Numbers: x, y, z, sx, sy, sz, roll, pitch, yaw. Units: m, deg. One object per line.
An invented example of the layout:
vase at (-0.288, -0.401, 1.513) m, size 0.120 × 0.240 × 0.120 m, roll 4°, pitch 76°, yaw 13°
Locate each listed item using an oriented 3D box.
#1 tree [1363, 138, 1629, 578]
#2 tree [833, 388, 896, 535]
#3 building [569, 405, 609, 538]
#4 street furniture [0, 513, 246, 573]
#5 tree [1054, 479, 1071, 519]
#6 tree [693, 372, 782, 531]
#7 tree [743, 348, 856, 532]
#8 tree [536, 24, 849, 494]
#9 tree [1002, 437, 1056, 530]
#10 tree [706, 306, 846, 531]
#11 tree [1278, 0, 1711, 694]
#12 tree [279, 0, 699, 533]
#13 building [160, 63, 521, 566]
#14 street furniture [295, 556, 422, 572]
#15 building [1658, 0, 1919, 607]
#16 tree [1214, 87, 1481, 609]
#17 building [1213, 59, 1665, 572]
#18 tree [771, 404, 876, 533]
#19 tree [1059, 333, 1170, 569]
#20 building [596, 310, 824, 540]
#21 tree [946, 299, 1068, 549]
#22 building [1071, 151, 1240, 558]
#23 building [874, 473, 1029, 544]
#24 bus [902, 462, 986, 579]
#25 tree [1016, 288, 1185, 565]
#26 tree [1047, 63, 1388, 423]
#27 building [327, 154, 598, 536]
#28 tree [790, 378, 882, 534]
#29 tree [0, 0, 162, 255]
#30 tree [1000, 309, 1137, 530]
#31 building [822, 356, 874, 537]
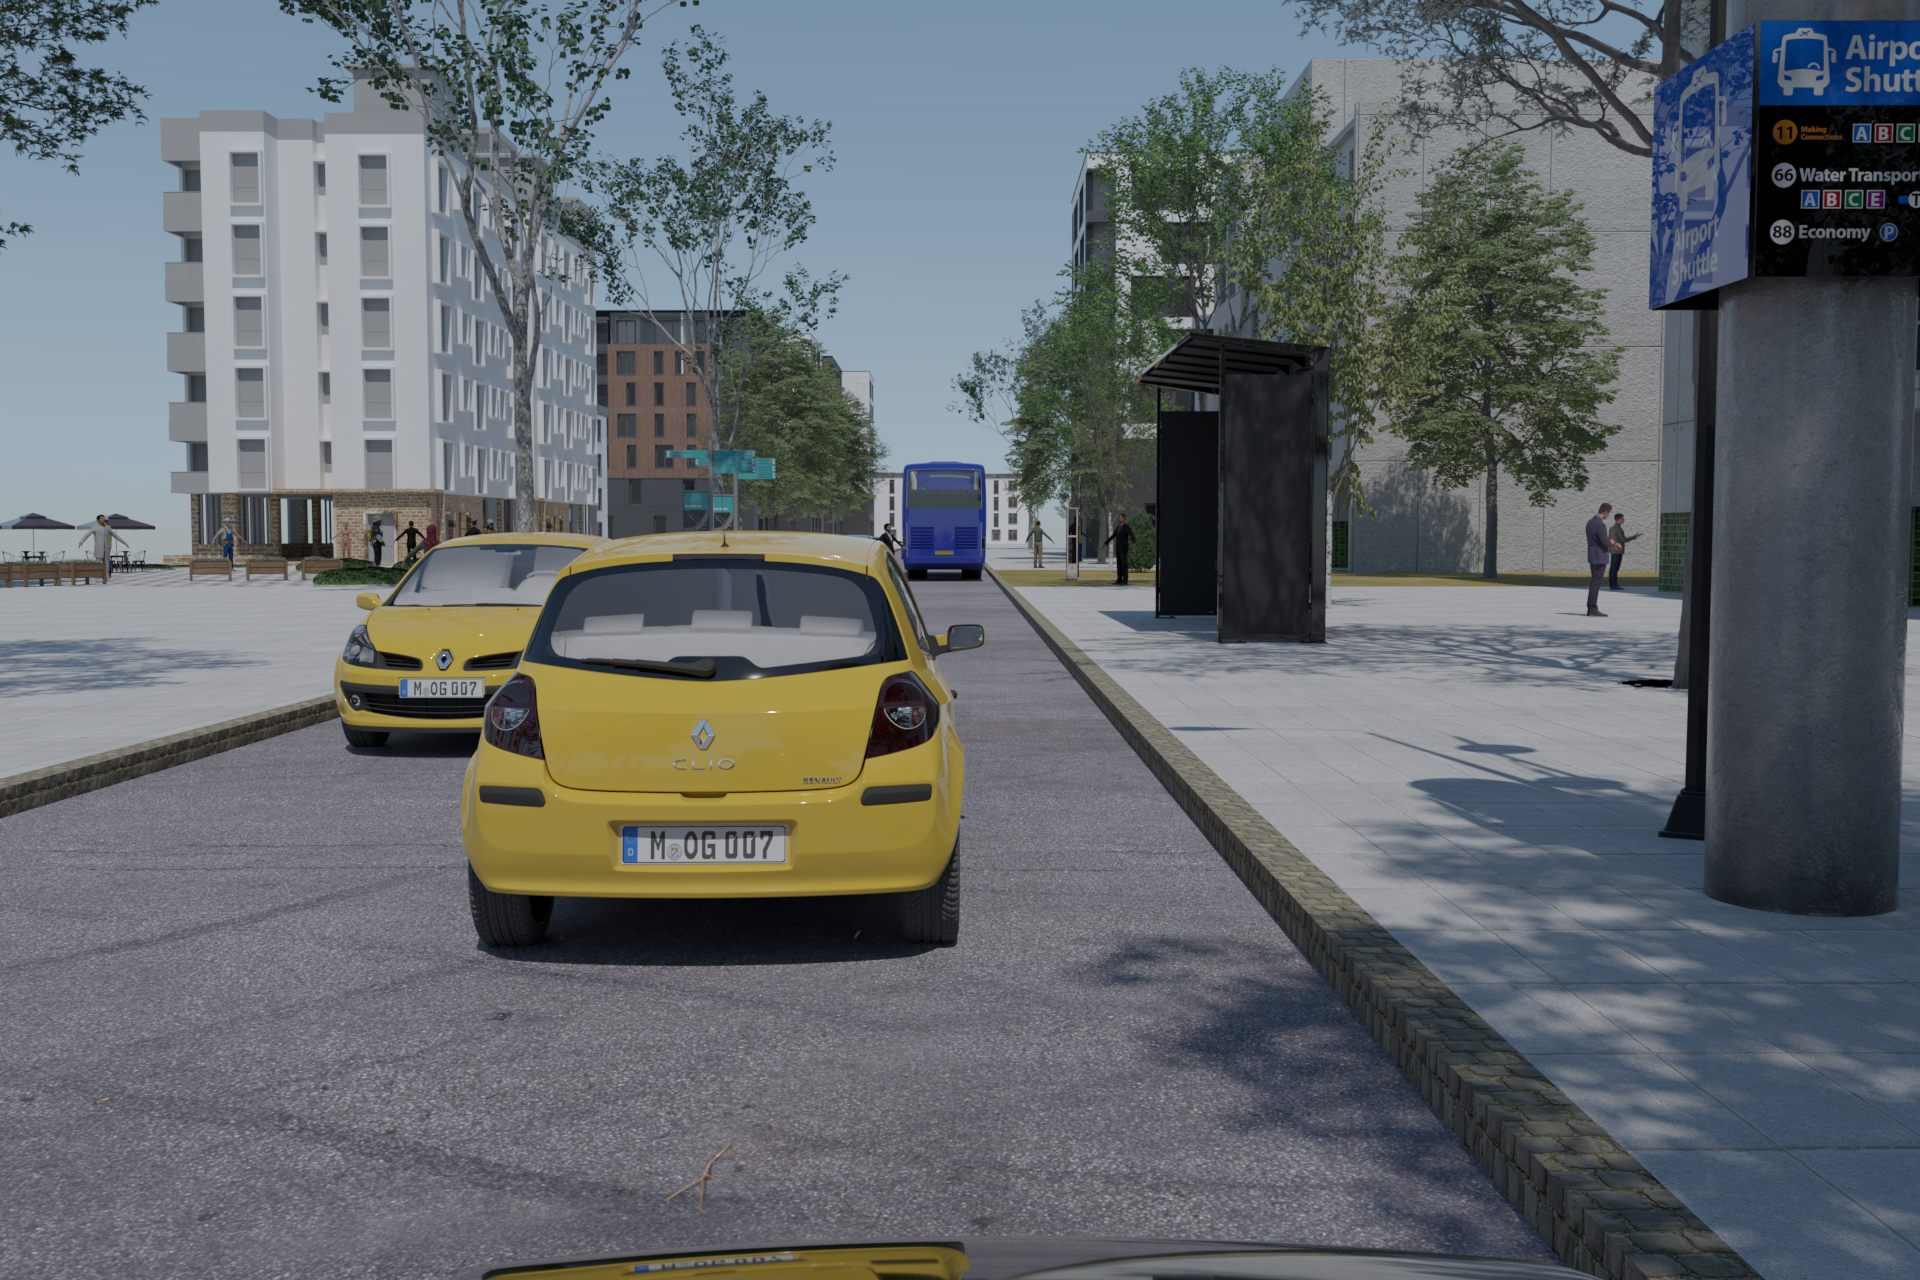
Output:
tree at (15.219, -8.104, 50.632) m, size 7.486 × 12.596 × 7.792 m, roll 0°, pitch 3°, yaw 0°
tree at (-10.076, -14.284, 143.913) m, size 12.009 × 13.543 × 11.850 m, roll 0°, pitch 3°, yaw 0°
building at (-27.954, -10.614, 115.685) m, size 9.099 × 9.664 × 28.070 m, roll 0°, pitch 4°, yaw 1°
street furniture at (-34.500, -3.004, 54.140) m, size 14.083 × 1.986 × 27.439 m, roll 1°, pitch 4°, yaw 13°
tree at (16.394, -18.486, 236.650) m, size 7.601 × 10.594 × 8.767 m, roll 0°, pitch 4°, yaw -4°
tree at (-9.634, -7.799, 77.876) m, size 4.360 × 8.622 × 3.978 m, roll 0°, pitch 3°, yaw 0°
tree at (-9.772, -11.329, 103.361) m, size 7.486 × 12.596 × 7.792 m, roll 0°, pitch 3°, yaw 0°
tree at (-10.446, -12.935, 67.383) m, size 12.611 × 20.169 × 13.585 m, roll 0°, pitch 3°, yaw 0°
tree at (5.366, -10.923, 128.946) m, size 4.737 × 8.622 × 4.395 m, roll 0°, pitch 3°, yaw 0°
tree at (-9.227, -10.321, 86.869) m, size 7.486 × 12.596 × 7.792 m, roll 0°, pitch 3°, yaw 0°
tree at (6.191, -6.330, 13.866) m, size 12.009 × 13.543 × 11.850 m, roll 0°, pitch 3°, yaw 0°
tree at (-10.693, -11.017, 36.022) m, size 12.611 × 20.169 × 13.585 m, roll 0°, pitch 3°, yaw 0°
building at (-26.150, -13.132, 71.127) m, size 16.016 × 20.090 × 11.380 m, roll 0°, pitch 3°, yaw 0°
street furniture at (-17.427, -2.703, 59.819) m, size 10.072 × 0.657 × 5.734 m, roll 1°, pitch 4°, yaw 18°
building at (24.115, -9.554, 22.674) m, size 16.747 × 18.905 × 31.486 m, roll 0°, pitch 4°, yaw 0°
tree at (6.513, -4.830, 29.334) m, size 4.737 × 8.622 × 4.395 m, roll 0°, pitch 3°, yaw 0°
building at (21.416, -12.648, 73.258) m, size 16.747 × 18.905 × 31.486 m, roll 0°, pitch 4°, yaw 0°
tree at (-9.555, -11.012, 114.458) m, size 8.767 × 10.594 × 7.601 m, roll 0°, pitch 4°, yaw 4°
tree at (5.534, -6.918, 63.464) m, size 4.360 × 8.622 × 3.978 m, roll 0°, pitch 3°, yaw 0°
building at (-29.140, -20.204, 174.303) m, size 27.936 × 21.610 × 32.646 m, roll 0°, pitch 4°, yaw 1°
tree at (5.215, -17.516, 142.282) m, size 12.611 × 20.169 × 13.585 m, roll 0°, pitch 3°, yaw 0°
building at (20.794, -16.216, 109.114) m, size 27.936 × 21.610 × 32.646 m, roll 0°, pitch 4°, yaw 0°
building at (-4.011, -17.870, 236.781) m, size 28.070 × 9.664 × 9.099 m, roll 0°, pitch 4°, yaw 2°
bus at (-0.510, -4.051, 57.784) m, size 2.896 × 3.916 × 12.251 m, roll 0°, pitch 4°, yaw 0°
tree at (6.045, -9.007, 73.024) m, size 9.928 × 11.665 × 9.643 m, roll 0°, pitch 3°, yaw 0°
tree at (5.617, -6.926, 39.002) m, size 9.928 × 11.665 × 9.643 m, roll 0°, pitch 3°, yaw 0°
building at (-26.001, -14.148, 87.733) m, size 16.016 × 20.090 × 11.380 m, roll 0°, pitch 3°, yaw 0°
tree at (-9.311, -12.738, 126.392) m, size 7.486 × 12.596 × 7.792 m, roll 0°, pitch 3°, yaw 0°
tree at (-9.356, -4.738, 11.881) m, size 7.601 × 10.594 × 8.767 m, roll -3°, pitch 5°, yaw -40°
tree at (5.559, -10.296, 86.458) m, size 7.486 × 12.596 × 7.792 m, roll 0°, pitch 3°, yaw 0°
building at (-25.237, -22.669, 214.619) m, size 27.936 × 21.610 × 32.646 m, roll 0°, pitch 4°, yaw 0°
